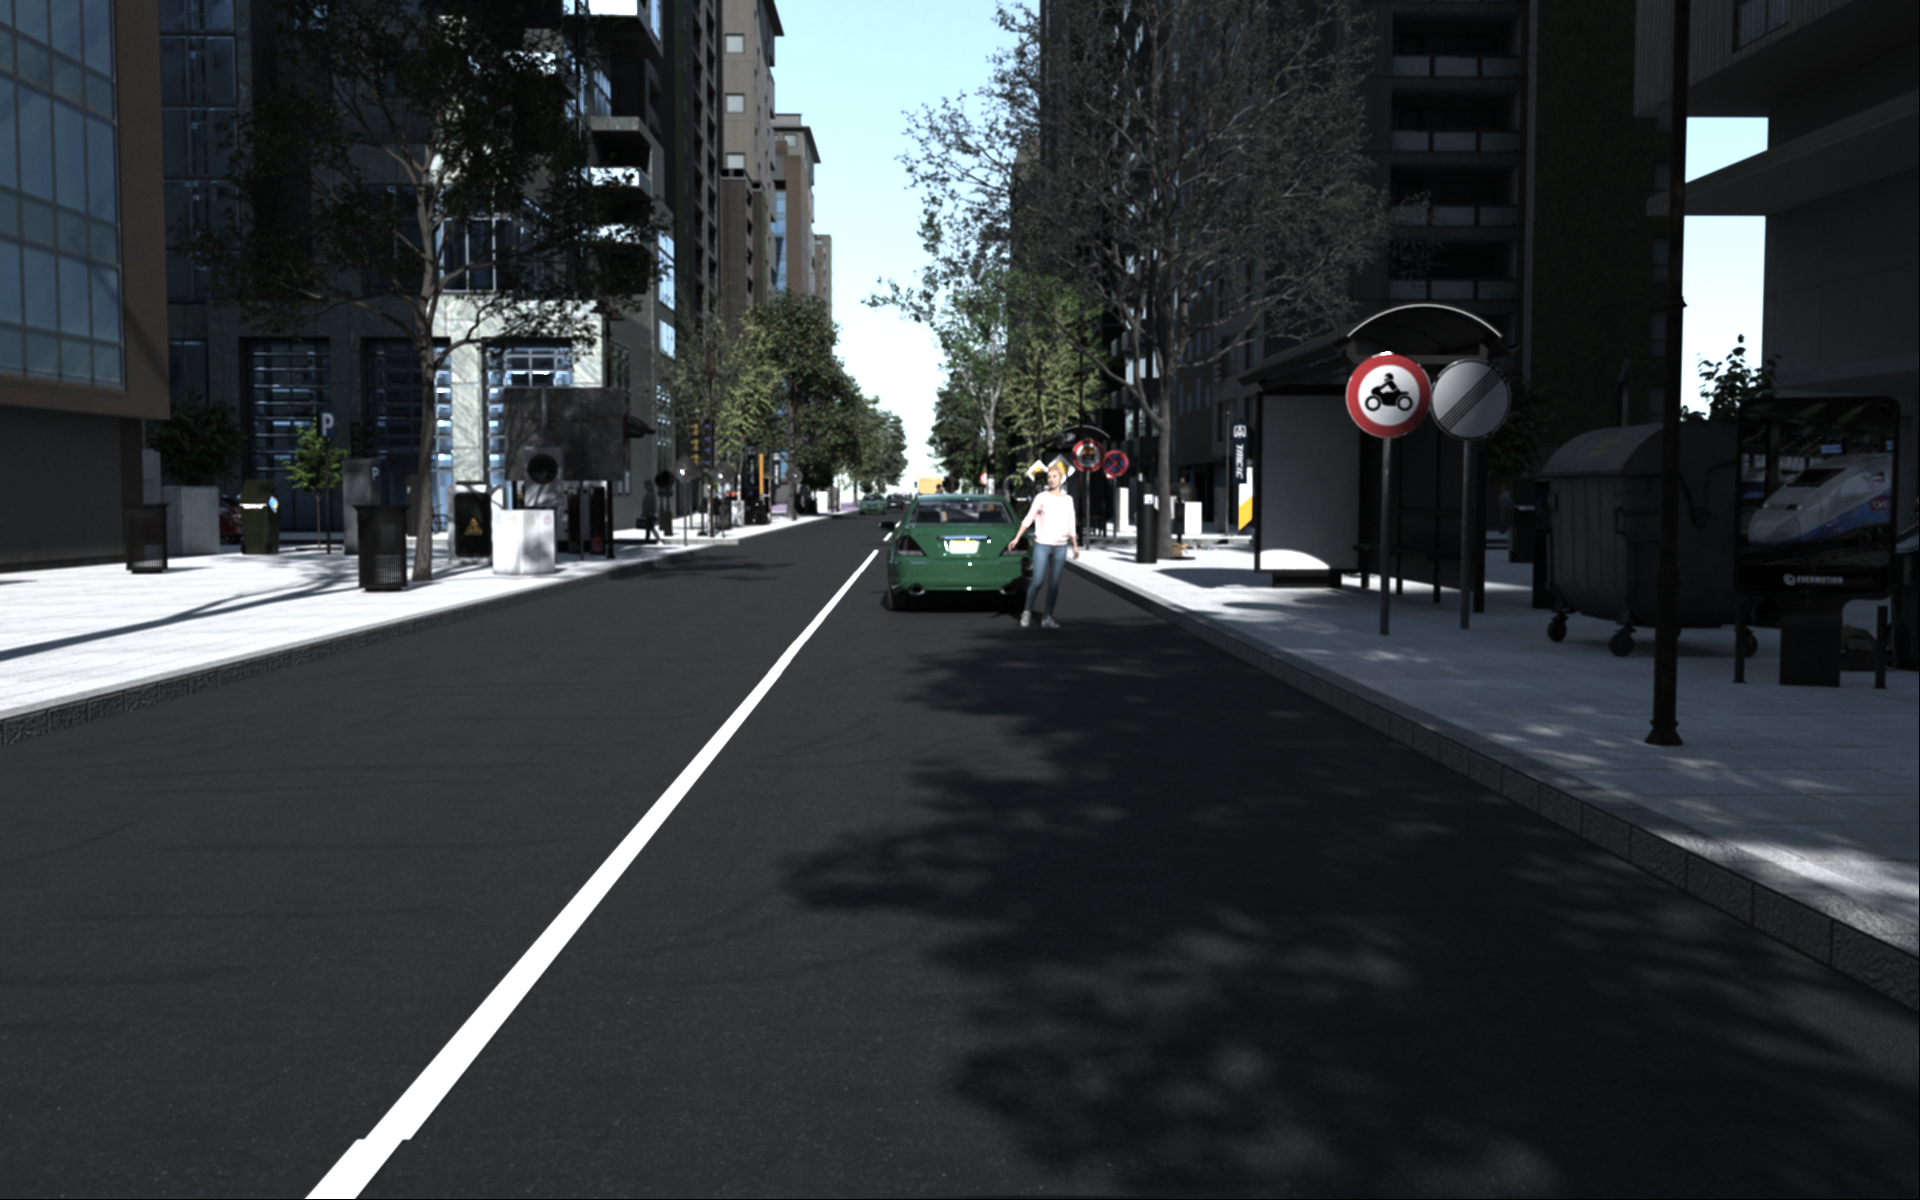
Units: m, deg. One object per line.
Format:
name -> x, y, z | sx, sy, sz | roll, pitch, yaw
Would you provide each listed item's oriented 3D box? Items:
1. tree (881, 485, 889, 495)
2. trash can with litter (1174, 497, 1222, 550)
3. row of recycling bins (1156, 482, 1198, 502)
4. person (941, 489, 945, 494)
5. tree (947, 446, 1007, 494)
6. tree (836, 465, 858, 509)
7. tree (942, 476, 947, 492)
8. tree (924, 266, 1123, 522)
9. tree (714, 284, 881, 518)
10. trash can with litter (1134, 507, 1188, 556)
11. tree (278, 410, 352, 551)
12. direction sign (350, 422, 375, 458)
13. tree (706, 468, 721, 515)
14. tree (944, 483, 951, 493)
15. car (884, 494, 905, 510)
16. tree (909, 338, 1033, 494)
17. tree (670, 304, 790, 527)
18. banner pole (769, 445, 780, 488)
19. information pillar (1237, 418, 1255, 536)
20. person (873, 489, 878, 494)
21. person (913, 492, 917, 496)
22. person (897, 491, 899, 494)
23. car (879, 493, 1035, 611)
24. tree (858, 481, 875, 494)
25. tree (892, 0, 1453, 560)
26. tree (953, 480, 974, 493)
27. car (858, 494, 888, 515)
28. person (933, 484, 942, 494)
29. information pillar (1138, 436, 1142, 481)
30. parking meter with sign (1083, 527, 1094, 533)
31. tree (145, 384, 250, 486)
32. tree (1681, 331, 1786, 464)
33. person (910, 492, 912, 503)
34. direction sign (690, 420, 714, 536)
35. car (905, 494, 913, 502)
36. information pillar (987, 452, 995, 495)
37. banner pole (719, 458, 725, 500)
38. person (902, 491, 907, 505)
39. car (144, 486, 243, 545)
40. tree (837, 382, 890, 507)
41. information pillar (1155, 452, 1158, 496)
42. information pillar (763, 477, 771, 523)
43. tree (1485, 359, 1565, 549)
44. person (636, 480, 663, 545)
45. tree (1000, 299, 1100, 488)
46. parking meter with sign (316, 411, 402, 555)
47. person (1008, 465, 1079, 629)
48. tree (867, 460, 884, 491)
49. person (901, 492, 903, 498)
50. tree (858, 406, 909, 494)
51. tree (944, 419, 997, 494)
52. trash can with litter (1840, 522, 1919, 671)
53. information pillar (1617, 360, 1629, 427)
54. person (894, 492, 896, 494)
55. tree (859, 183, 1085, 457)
tree -> -12.434, -17.637, 282.969 | 1.663, 3.219, 1.824 | 0, 3, 0
trash can with litter -> 5.265, -1.826, 40.917 | 1.678, 1.210, 2.233 | 0, 4, 3
row of recycling bins -> 7.819, -3.372, 62.240 | 1.069, 1.692, 3.534 | 0, 4, -5
person -> -1.424, -7.828, 136.505 | 1.348, 1.821, 0.705 | 0, 4, -2
tree -> 1.660, -8.169, 117.275 | 4.285, 4.588, 4.351 | 0, 3, 0
tree -> -11.204, -14.259, 183.488 | 4.737, 8.622, 4.395 | 0, 3, 0
tree -> -1.389, -17.220, 265.266 | 4.285, 4.588, 4.351 | 0, 3, 0
tree -> 3.143, -9.218, 76.469 | 9.928, 11.665, 9.643 | 0, 3, 0
tree -> -9.135, -10.870, 94.729 | 9.611, 12.733, 9.660 | 0, 3, 0
trash can with litter -> 4.108, -1.472, 35.449 | 1.055, 1.170, 0.624 | 0, 4, -1
tree -> -14.777, -2.749, 39.540 | 1.663, 3.219, 1.824 | 0, 3, 0
direction sign -> -18.794, -3.825, 54.537 | 0.876, 3.537, 0.379 | 1, 4, 19
tree -> -14.340, -6.708, 104.283 | 1.663, 3.219, 1.824 | 0, 3, 0
tree -> -1.612, -15.864, 253.973 | 1.663, 3.219, 1.824 | 0, 3, 0
car -> -6.102, -9.251, 161.040 | 2.009, 1.686, 4.222 | 0, 4, 1
tree -> 1.618, -14.457, 143.035 | 9.857, 13.997, 8.962 | 0, 3, 0
tree -> -8.743, -7.103, 66.493 | 4.737, 8.622, 4.395 | 0, 3, 0
banner pole -> -9.412, -5.975, 87.712 | 0.863, 3.779, 0.401 | 2, 4, 32
information pillar -> 8.819, -3.791, 53.344 | 0.504, 3.616, 0.183 | 0, 4, -3
person -> -6.668, -7.876, 137.415 | 1.348, 1.807, 0.705 | -1, 4, -20
person -> -7.005, -16.268, 275.205 | 1.217, 1.736, 0.721 | -1, 4, -20
person -> -7.563, -12.653, 215.904 | 0.750, 1.759, 0.617 | 0, 4, 5
car -> -0.012, -0.666, 22.687 | 2.131, 1.459, 4.920 | 0, 4, -1
tree -> -11.458, -13.699, 218.571 | 1.663, 3.219, 1.824 | 0, 3, 0
tree -> 3.898, -7.535, 33.564 | 12.009, 13.543, 11.850 | 0, 3, 0
tree -> 0.585, -12.450, 198.159 | 1.663, 3.219, 1.824 | 0, 3, 0
car -> -6.084, -6.702, 121.378 | 2.131, 1.459, 4.920 | 0, 4, -1
person -> -0.845, -3.619, 67.650 | 0.713, 1.824, 0.794 | 1, 4, 14
information pillar -> 7.239, -4.789, 69.656 | 0.183, 3.616, 0.504 | 0, 4, -4
parking meter with sign -> 4.339, -3.795, 58.305 | 0.543, 3.016, 1.738 | 0, 4, -4
tree -> -22.937, -4.160, 51.734 | 4.285, 4.588, 4.351 | 0, 3, 0
tree -> 9.353, -1.591, 20.617 | 1.663, 3.219, 1.824 | 0, 3, 0
person -> -6.437, -13.533, 230.587 | 0.721, 1.723, 1.217 | 0, 4, -4
direction sign -> -7.884, -3.729, 52.967 | 0.876, 3.537, 0.379 | 2, 4, 26
car -> -8.714, -16.606, 283.311 | 2.131, 1.459, 4.920 | 0, 4, -2
information pillar -> 1.705, -6.309, 94.499 | 0.504, 3.616, 0.183 | 0, 4, -4
banner pole -> -14.678, -7.130, 106.593 | 0.401, 3.779, 0.863 | -3, 5, -41
person -> -7.206, -13.286, 225.597 | 0.709, 1.838, 0.599 | -3, 5, -45
car -> -21.286, -2.269, 46.131 | 4.494, 1.783, 2.155 | 0, 4, -1
tree -> -10.843, -15.759, 175.782 | 7.486, 12.596, 7.792 | 0, 3, 0
information pillar -> 9.604, -5.599, 82.900 | 0.504, 3.616, 0.183 | 1, 4, 18
information pillar -> -8.504, -4.403, 76.474 | 0.304, 2.012, 0.304 | 0, 4, 5
tree -> 12.465, -3.492, 40.813 | 4.285, 4.588, 4.351 | 0, 3, 0
person -> -8.141, -2.246, 45.403 | 0.728, 1.800, 0.709 | 1, 4, 10
tree -> 3.279, -7.078, 66.091 | 4.737, 8.622, 4.395 | 0, 3, 0
parking meter with sign -> -12.623, -2.463, 36.532 | 1.738, 3.016, 0.543 | 1, 4, 15
person -> 0.844, -0.575, 18.570 | 0.731, 1.740, 0.598 | -2, 4, -28
tree -> -11.553, -16.172, 214.774 | 4.360, 8.622, 3.978 | 0, 3, 0
person -> -9.150, -16.123, 272.919 | 0.445, 1.727, 0.742 | -1, 4, -13
tree -> -11.633, -21.059, 250.968 | 9.857, 13.997, 8.962 | 0, 3, 0
tree -> 1.229, -13.921, 177.977 | 4.360, 8.622, 3.978 | 0, 3, 0
trash can with litter -> 6.838, -0.073, 12.588 | 1.055, 1.170, 0.624 | 0, 4, -3
information pillar -> 11.496, -2.370, 30.102 | 0.183, 3.616, 0.504 | 2, 4, 33
person -> -9.958, -15.752, 266.048 | 0.705, 1.824, 1.348 | 2, 4, 28
tree -> 0.586, -15.342, 106.738 | 12.611, 20.169, 13.585 | 0, 3, 0
